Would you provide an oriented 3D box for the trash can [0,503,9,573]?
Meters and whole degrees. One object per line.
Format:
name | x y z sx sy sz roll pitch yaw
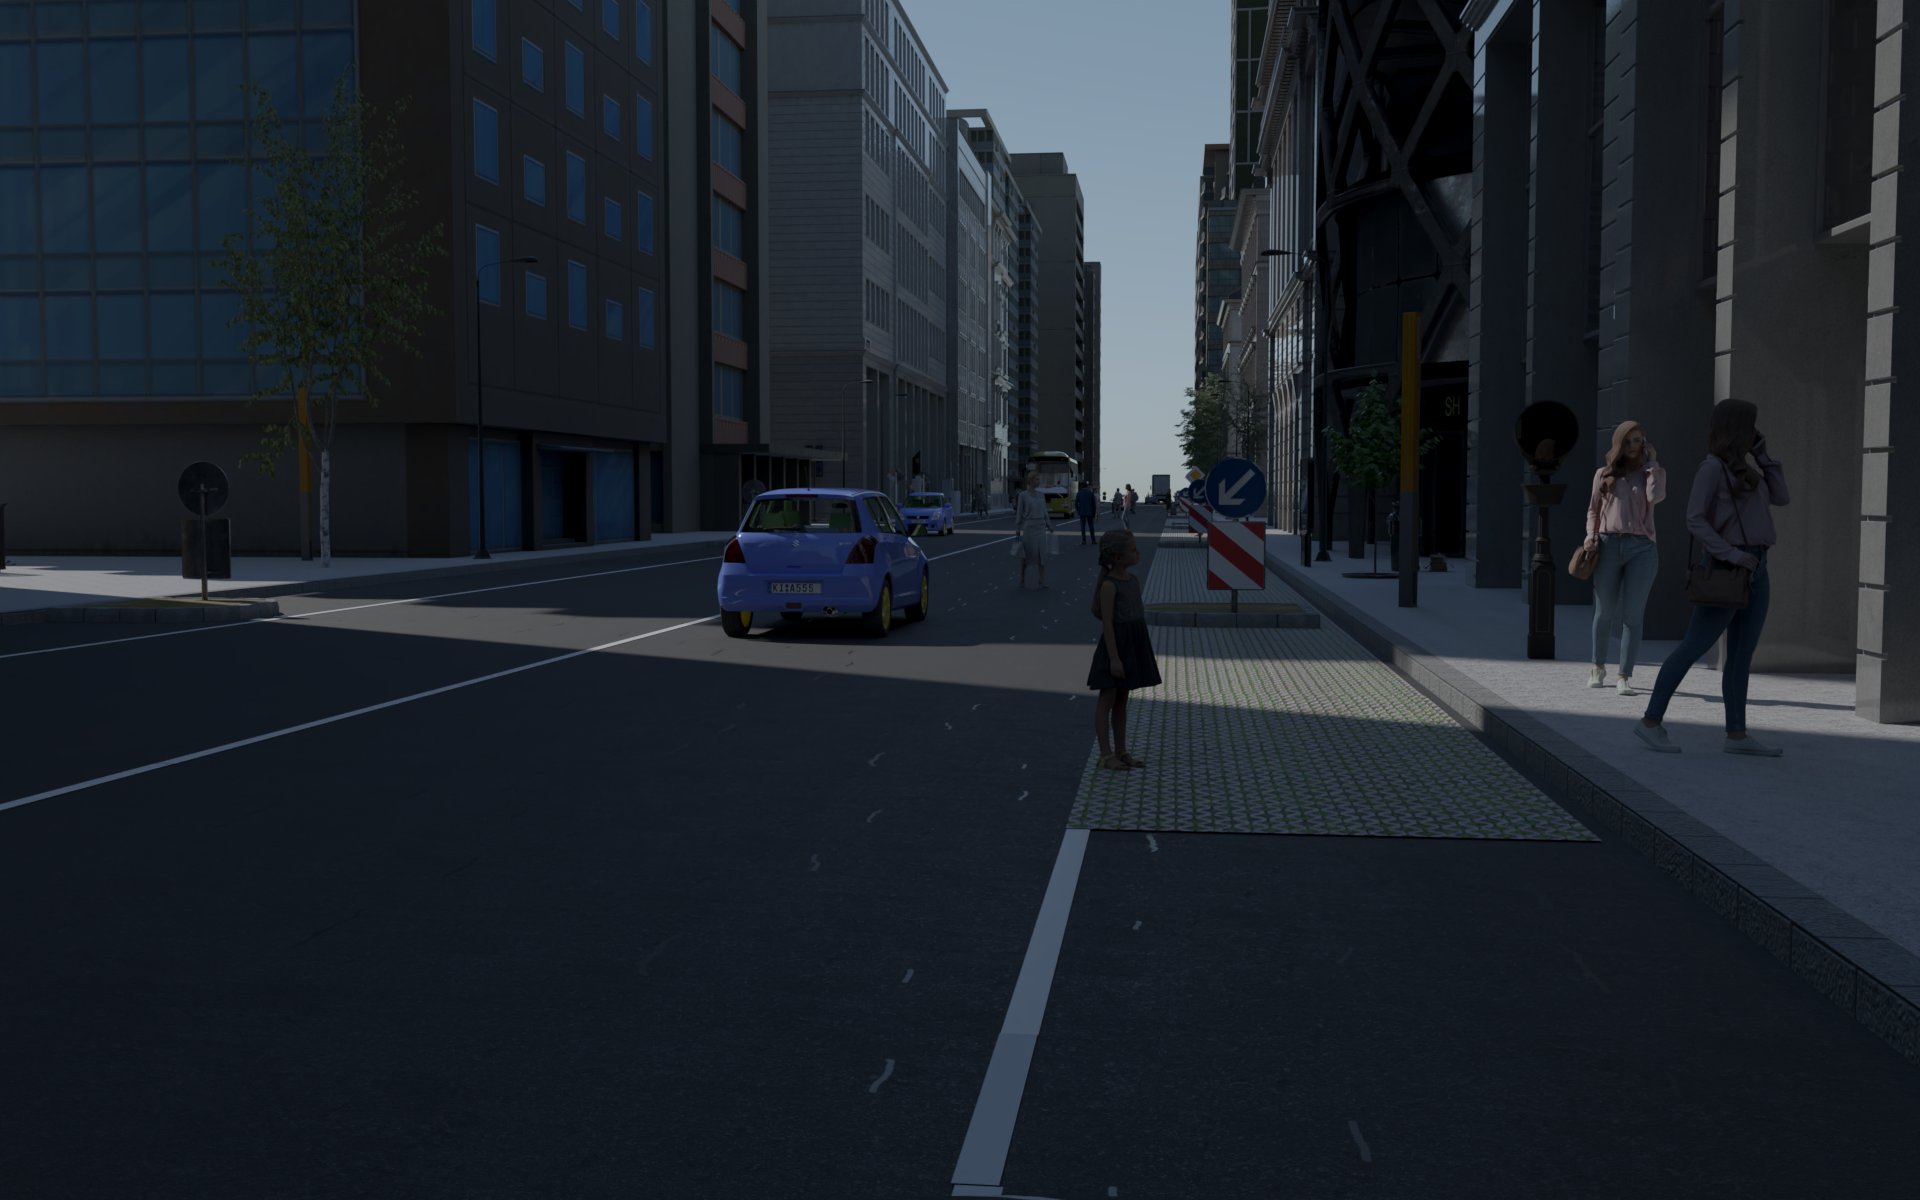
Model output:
trash can | -15.784 -0.999 27.994 0.748 1.137 0.748 0 3 0

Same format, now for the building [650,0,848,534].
building | -20.388 -24.991 63.223 28.867 44.769 22.147 0 4 7

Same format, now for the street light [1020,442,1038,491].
street light | 6.351 -11.256 156.578 1.470 5.913 1.316 0 4 7

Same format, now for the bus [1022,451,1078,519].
bus | 5.526 -6.817 102.996 2.896 3.916 12.252 0 4 6

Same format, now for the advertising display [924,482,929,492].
advertising display | -1.823 -5.460 94.490 0.123 1.923 0.974 -1 4 -10

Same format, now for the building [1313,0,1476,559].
building | 16.119 -10.369 36.983 16.820 18.784 16.811 0 4 7

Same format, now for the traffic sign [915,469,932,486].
traffic sign | -1.691 -4.765 80.091 0.795 2.593 0.064 0 4 7

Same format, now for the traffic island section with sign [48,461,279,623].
traffic island section with sign | -9.153 -0.711 20.259 1.989 1.847 2.006 0 4 7

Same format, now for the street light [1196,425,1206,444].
street light | 16.770 -8.801 116.440 1.470 5.913 1.316 0 4 7

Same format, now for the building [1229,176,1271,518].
building | 22.783 -16.007 112.618 10.553 20.767 40.483 0 4 7

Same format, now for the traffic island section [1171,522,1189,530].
traffic island section | 9.647 -2.962 70.705 2.009 0.180 2.903 0 4 7

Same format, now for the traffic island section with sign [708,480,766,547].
traffic island section with sign | -5.754 -2.391 47.716 1.989 1.847 2.006 0 4 7

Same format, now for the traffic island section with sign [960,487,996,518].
traffic island section with sign | 1.103 -5.765 102.893 1.989 1.847 2.006 0 4 7

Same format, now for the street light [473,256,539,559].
street light | -8.925 -3.763 34.066 1.470 5.913 1.316 0 4 7

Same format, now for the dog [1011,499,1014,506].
dog | 4.893 -8.590 154.825 0.513 0.831 0.800 -1 4 -20

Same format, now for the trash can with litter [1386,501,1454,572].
trash can with litter | 7.627 -1.060 28.711 1.055 1.170 0.624 0 4 7

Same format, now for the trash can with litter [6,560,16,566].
trash can with litter | -18.029 -1.245 31.414 2.233 1.210 1.678 2 4 34

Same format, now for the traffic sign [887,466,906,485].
traffic sign | -2.675 -4.280 72.167 0.795 2.593 0.064 0 4 7

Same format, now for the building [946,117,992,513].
building | -4.878 -18.447 119.630 12.078 24.808 19.932 0 4 7

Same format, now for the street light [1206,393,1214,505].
street light | 12.225 -6.570 79.964 1.470 5.913 1.316 0 4 7

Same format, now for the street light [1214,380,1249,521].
street light | 11.157 -5.985 70.392 1.470 5.913 1.316 0 4 7

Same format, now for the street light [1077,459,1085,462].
street light | 16.672 -16.293 238.936 1.470 5.913 1.316 0 4 7

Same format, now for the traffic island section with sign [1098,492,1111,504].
traffic island section with sign | 24.103 -17.095 288.133 1.989 1.847 2.006 0 4 7

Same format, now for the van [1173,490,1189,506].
van | 23.330 -10.686 181.734 2.013 2.044 4.112 0 4 8

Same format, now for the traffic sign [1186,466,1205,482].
traffic sign | 9.623 -4.186 70.625 0.795 2.593 0.064 0 4 7

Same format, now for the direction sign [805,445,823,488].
direction sign | -6.746 -5.394 80.183 0.876 3.537 0.379 1 4 21

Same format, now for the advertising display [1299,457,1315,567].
advertising display | 6.141 -1.558 30.687 0.123 1.923 0.974 0 4 3

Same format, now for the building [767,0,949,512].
building | -8.016 -19.411 94.855 11.434 29.767 29.804 0 4 7

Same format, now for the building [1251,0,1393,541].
building | 16.840 -13.183 57.350 13.314 21.916 24.055 0 4 7

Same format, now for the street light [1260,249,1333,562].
street light | 6.399 -3.695 32.955 1.470 5.913 1.316 0 4 7

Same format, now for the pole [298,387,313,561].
pole | -12.568 -2.411 33.256 0.158 3.312 0.155 0 3 0

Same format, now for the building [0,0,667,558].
building | -15.867 -23.888 40.686 14.600 45.320 14.200 0 4 7

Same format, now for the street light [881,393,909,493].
street light | -3.068 -6.578 80.084 1.470 5.913 1.316 0 4 7

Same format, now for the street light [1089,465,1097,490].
street light | 21.180 -18.571 276.181 1.470 5.913 1.316 0 4 7

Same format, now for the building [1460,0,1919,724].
building | 10.649 -14.114 8.256 11.434 29.767 29.804 0 4 7

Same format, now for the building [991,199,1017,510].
building | -3.266 -21.650 141.365 14.401 28.519 23.554 0 4 7

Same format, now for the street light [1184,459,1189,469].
street light | 31.725 -16.191 237.262 1.470 5.913 1.316 0 4 7

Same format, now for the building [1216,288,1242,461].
building | 26.512 -16.981 142.264 10.561 19.102 19.286 0 4 7

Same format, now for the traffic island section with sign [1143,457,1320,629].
traffic island section with sign | 2.948 -0.657 19.369 1.989 1.847 2.006 0 4 7

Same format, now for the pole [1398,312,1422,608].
pole | 5.086 -1.573 19.568 0.158 3.312 0.155 0 3 0

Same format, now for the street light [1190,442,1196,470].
street light | 21.630 -11.200 155.668 1.470 5.913 1.316 0 4 7

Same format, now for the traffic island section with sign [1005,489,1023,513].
traffic island section with sign | 4.417 -7.402 129.645 1.989 1.847 2.006 0 4 7

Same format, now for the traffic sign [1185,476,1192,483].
traffic sign | 10.606 -4.670 78.550 0.795 2.593 0.064 0 4 7

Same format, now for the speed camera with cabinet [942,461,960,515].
speed camera with cabinet | -0.535 -6.747 104.645 0.660 3.252 2.038 1 4 17

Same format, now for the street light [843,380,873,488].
street light | -4.221 -6.011 70.820 1.470 5.913 1.316 0 4 7

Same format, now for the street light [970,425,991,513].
street light | 1.393 -8.811 116.599 1.470 5.913 1.316 0 4 7
